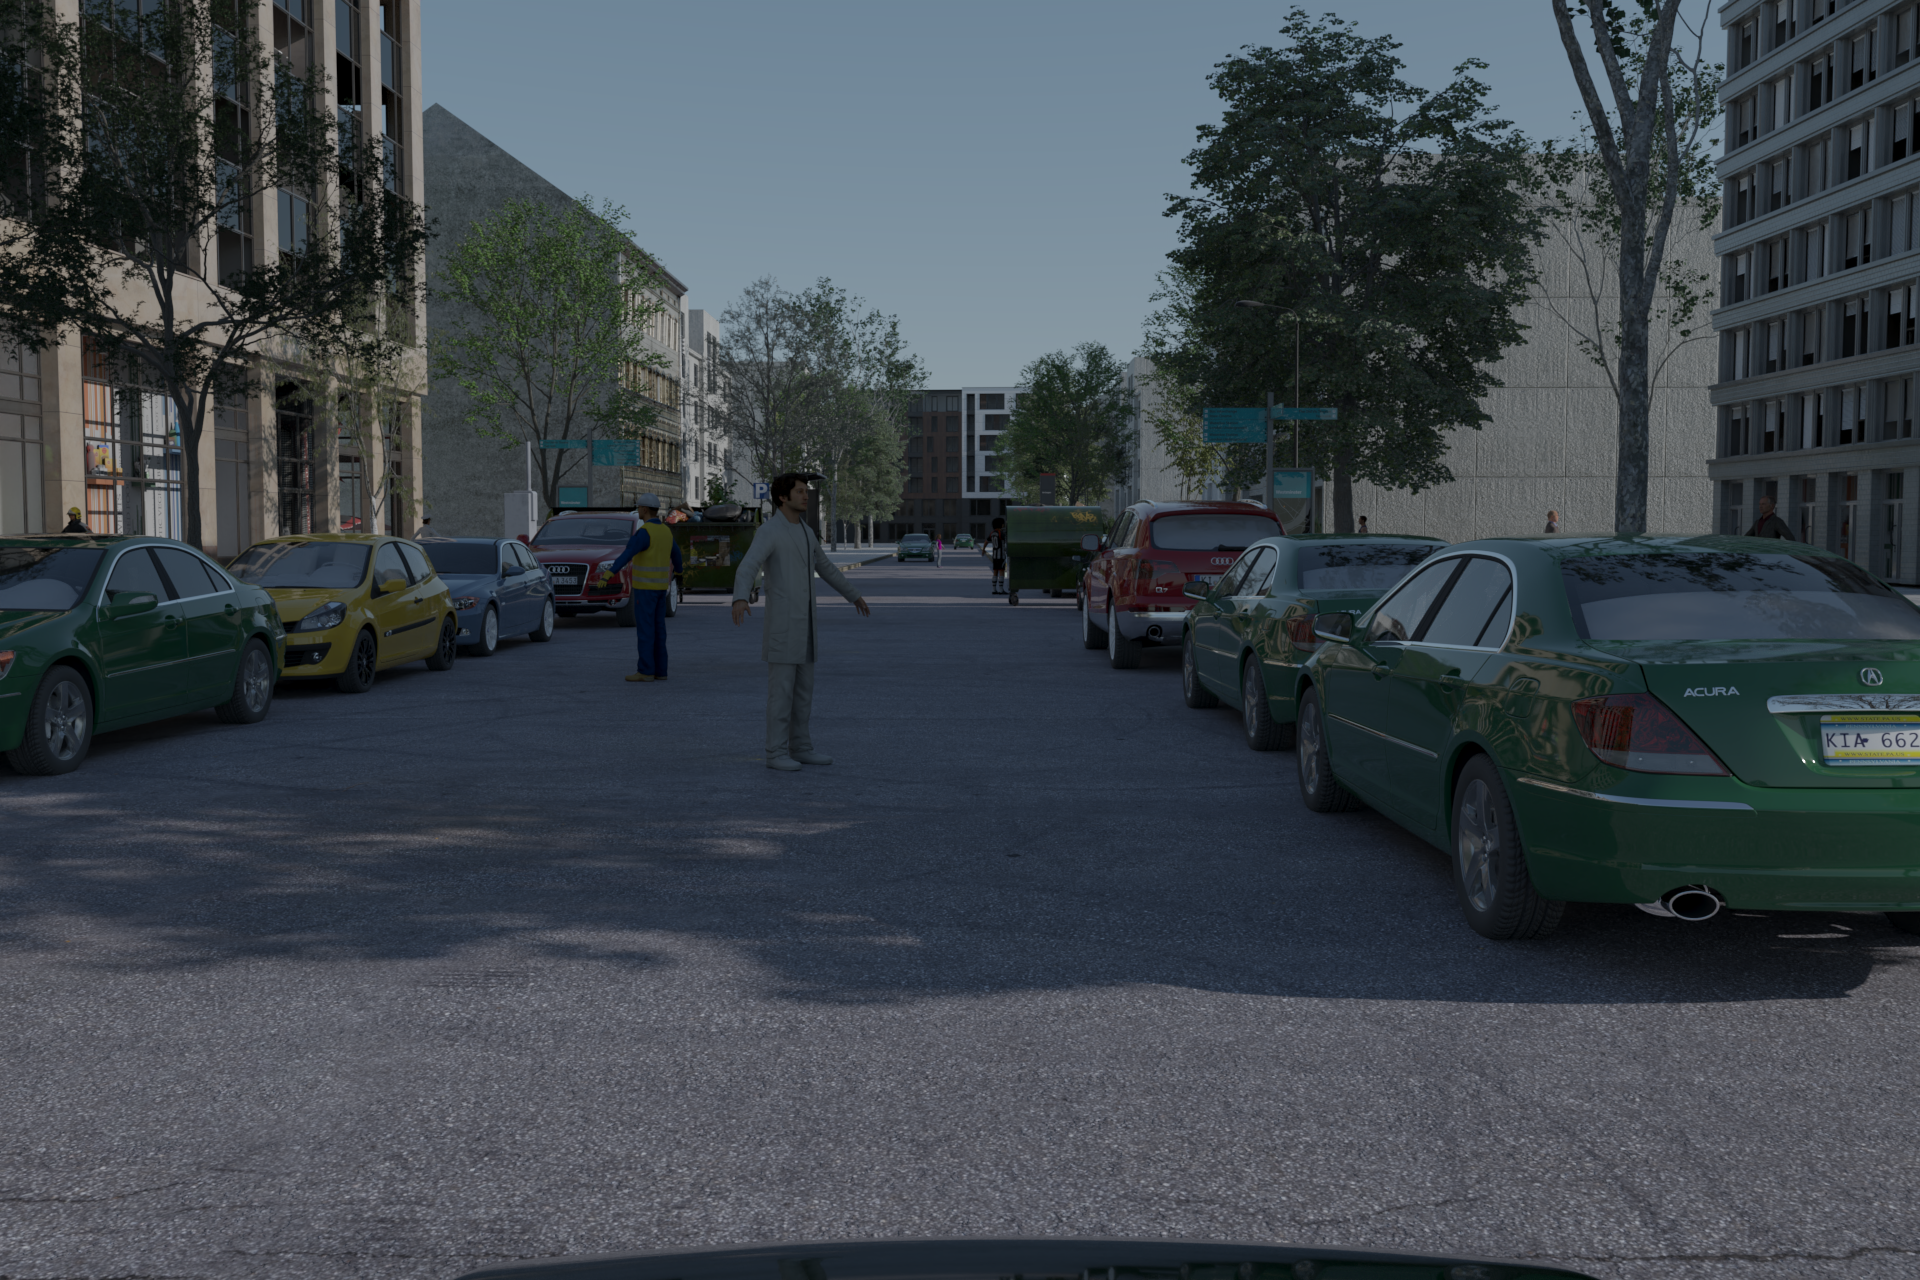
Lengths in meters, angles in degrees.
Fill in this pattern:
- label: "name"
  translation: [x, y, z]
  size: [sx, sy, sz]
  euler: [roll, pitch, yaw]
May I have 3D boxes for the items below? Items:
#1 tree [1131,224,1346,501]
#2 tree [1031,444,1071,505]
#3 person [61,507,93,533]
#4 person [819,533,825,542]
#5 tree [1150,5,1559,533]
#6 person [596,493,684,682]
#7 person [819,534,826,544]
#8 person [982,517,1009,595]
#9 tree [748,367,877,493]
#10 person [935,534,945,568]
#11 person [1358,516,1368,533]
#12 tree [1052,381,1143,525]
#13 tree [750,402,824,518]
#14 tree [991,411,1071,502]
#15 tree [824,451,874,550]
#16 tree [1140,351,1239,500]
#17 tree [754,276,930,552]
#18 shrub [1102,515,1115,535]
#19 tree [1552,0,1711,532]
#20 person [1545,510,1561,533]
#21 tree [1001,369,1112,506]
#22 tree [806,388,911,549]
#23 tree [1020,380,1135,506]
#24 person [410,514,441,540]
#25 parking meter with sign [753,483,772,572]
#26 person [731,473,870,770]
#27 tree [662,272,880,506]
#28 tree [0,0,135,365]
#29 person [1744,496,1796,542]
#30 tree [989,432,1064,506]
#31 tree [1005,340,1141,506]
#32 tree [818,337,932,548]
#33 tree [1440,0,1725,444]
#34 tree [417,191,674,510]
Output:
- label: "tree"
  translation: [9.234, -8.027, 57.001]
  size: [9.928, 11.665, 9.643]
  euler: [0, 3, 0]
- label: "tree"
  translation: [6.267, -10.822, 127.305]
  size: [4.360, 8.622, 3.978]
  euler: [0, 3, 0]
- label: "person"
  translation: [-18.728, -1.889, 36.650]
  size: [1.351, 1.858, 0.704]
  euler: [1, 4, 16]
- label: "person"
  translation: [-7.257, -4.961, 87.340]
  size: [0.704, 1.802, 1.346]
  euler: [2, 4, 29]
- label: "tree"
  translation: [9.300, -8.265, 41.790]
  size: [9.857, 13.997, 8.962]
  euler: [0, 3, 0]
- label: "person"
  translation: [-3.052, -0.520, 16.925]
  size: [0.705, 1.833, 1.349]
  euler: [2, 4, 25]
- label: "person"
  translation: [-6.083, -4.101, 73.770]
  size: [0.721, 1.740, 1.216]
  euler: [2, 4, 29]
- label: "person"
  translation: [0.940, -1.977, 40.925]
  size: [0.704, 1.843, 1.345]
  euler: [-3, 5, -42]
- label: "tree"
  translation: [-8.830, -10.891, 103.828]
  size: [9.928, 11.665, 9.643]
  euler: [0, 3, 0]
- label: "person"
  translation: [-0.832, -3.795, 73.764]
  size: [0.599, 1.433, 0.991]
  euler: [1, 4, 16]
- label: "person"
  translation: [11.469, -2.648, 49.458]
  size: [0.704, 1.807, 1.345]
  euler: [1, 4, 15]
- label: "tree"
  translation: [6.068, -8.190, 84.265]
  size: [4.360, 8.622, 3.978]
  euler: [0, 3, 0]
- label: "tree"
  translation: [-9.246, -8.689, 92.434]
  size: [4.737, 8.622, 4.395]
  euler: [0, 3, 0]
- label: "tree"
  translation: [6.315, -13.102, 139.977]
  size: [9.928, 11.665, 9.643]
  euler: [0, 3, 0]
- label: "tree"
  translation: [-9.304, -11.576, 139.624]
  size: [4.360, 8.622, 3.978]
  euler: [0, 3, 0]
- label: "tree"
  translation: [9.078, -7.158, 67.394]
  size: [4.737, 8.622, 4.395]
  euler: [0, 3, 0]
- label: "tree"
  translation: [-8.535, -16.504, 125.722]
  size: [12.611, 20.169, 13.585]
  euler: [0, 3, 0]
- label: "shrub"
  translation: [6.320, -4.211, 72.892]
  size: [1.661, 2.075, 1.752]
  euler: [0, 3, 0]
- label: "tree"
  translation: [7.254, -10.172, 22.201]
  size: [12.611, 20.169, 13.585]
  euler: [0, 3, 0]
- label: "person"
  translation: [11.966, -1.728, 34.851]
  size: [0.434, 1.755, 0.990]
  euler: [1, 4, 16]
- label: "tree"
  translation: [6.360, -12.179, 117.251]
  size: [7.486, 12.596, 7.792]
  euler: [0, 3, 0]
- label: "tree"
  translation: [-8.994, -14.893, 150.152]
  size: [9.857, 13.997, 8.962]
  euler: [0, 3, 0]
- label: "tree"
  translation: [7.025, -10.239, 101.827]
  size: [7.601, 10.594, 8.767]
  euler: [-2, 4, -32]
- label: "person"
  translation: [-13.231, -2.245, 43.170]
  size: [1.216, 1.778, 0.721]
  euler: [1, 4, 17]
- label: "parking meter with sign"
  translation: [-6.725, -3.884, 59.766]
  size: [0.543, 3.016, 1.738]
  euler: [0, 4, 2]
- label: "person"
  translation: [-1.015, -0.123, 10.649]
  size: [0.705, 1.806, 1.347]
  euler: [2, 4, 31]
- label: "tree"
  translation: [-8.878, -10.516, 82.304]
  size: [12.009, 13.543, 11.850]
  euler: [0, 3, 0]
- label: "tree"
  translation: [-12.304, -5.087, 17.580]
  size: [7.601, 10.594, 8.767]
  euler: [-2, 4, -26]
- label: "person"
  translation: [11.051, -1.077, 23.795]
  size: [0.705, 1.807, 1.348]
  euler: [-1, 4, -18]
- label: "tree"
  translation: [6.364, -14.133, 156.827]
  size: [9.928, 11.665, 9.643]
  euler: [0, 3, 0]
- label: "tree"
  translation: [5.997, -10.176, 92.129]
  size: [9.928, 11.665, 9.643]
  euler: [0, 3, 0]
- label: "tree"
  translation: [-9.062, -18.905, 164.990]
  size: [12.611, 20.169, 13.585]
  euler: [0, 3, 0]
- label: "tree"
  translation: [23.873, -12.713, 63.746]
  size: [12.611, 20.169, 13.585]
  euler: [0, 3, 0]
- label: "tree"
  translation: [-12.640, -7.800, 53.287]
  size: [9.928, 11.665, 9.643]
  euler: [0, 3, 0]
